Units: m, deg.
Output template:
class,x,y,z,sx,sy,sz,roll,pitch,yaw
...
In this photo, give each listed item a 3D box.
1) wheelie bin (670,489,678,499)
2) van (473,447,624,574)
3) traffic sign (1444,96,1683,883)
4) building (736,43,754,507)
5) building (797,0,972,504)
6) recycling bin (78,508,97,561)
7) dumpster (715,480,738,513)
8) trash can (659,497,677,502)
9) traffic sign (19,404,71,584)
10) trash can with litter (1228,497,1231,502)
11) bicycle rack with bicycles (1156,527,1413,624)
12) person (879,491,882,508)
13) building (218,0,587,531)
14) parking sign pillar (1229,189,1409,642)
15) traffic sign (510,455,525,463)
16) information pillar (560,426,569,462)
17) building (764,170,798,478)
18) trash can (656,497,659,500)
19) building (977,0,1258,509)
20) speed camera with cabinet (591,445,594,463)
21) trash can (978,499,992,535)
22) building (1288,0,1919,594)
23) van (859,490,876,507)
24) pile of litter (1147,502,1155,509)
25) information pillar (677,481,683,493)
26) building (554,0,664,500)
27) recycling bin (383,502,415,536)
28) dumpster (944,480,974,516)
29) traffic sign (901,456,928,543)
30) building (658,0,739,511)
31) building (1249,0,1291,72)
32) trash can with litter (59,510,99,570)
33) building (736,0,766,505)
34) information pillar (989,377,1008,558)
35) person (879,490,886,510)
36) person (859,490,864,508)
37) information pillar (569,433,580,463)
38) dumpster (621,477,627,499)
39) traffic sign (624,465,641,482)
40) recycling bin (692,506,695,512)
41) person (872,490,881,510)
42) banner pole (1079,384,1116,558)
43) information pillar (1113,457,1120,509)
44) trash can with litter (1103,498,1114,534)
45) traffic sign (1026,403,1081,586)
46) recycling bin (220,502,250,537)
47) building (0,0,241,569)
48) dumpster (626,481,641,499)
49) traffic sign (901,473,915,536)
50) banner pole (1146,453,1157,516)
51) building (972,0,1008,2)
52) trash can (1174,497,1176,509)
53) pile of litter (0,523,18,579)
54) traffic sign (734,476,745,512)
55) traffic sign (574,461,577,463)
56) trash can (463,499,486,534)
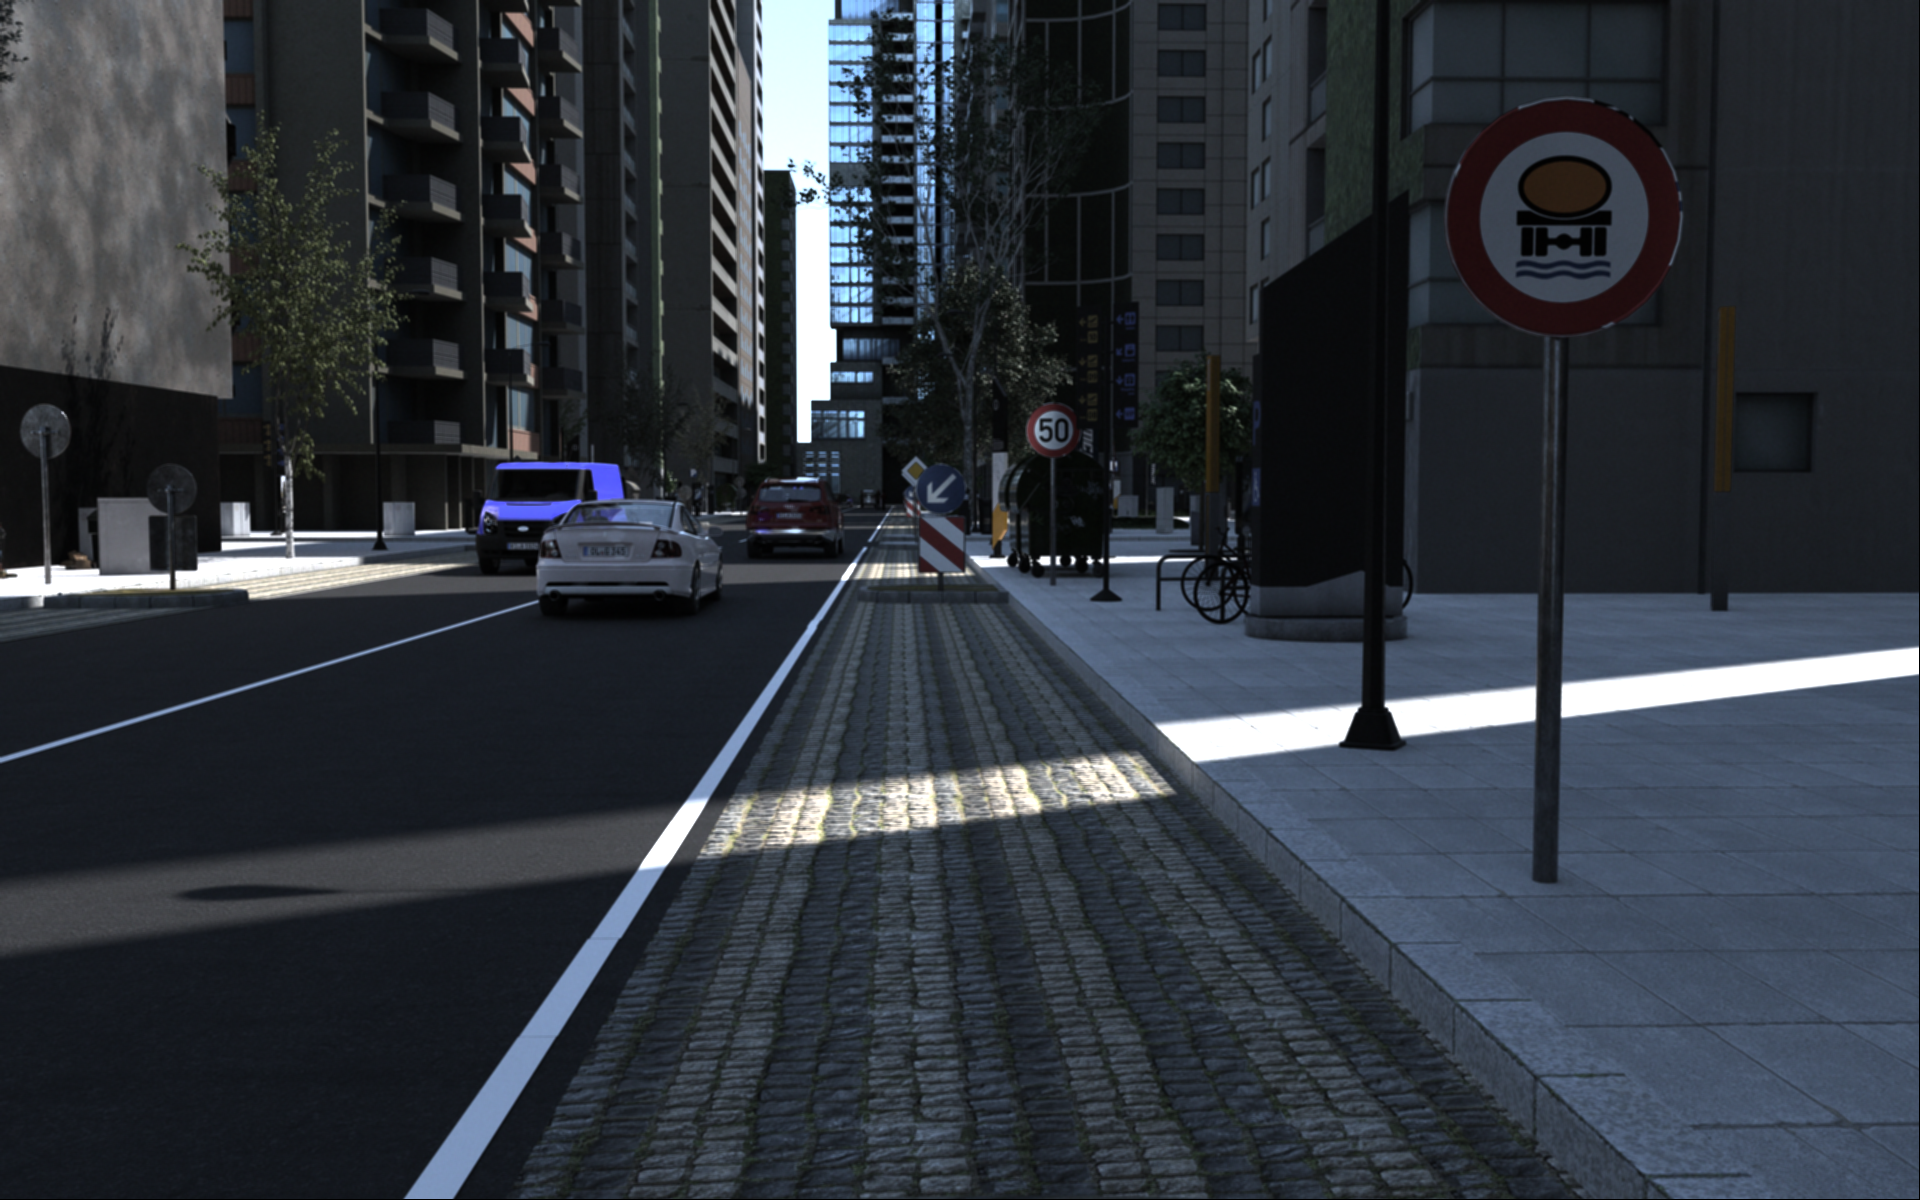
class,x,y,z,sx,sy,sz,roll,pitch,yaw
wheelie bin,-19.124,-6.662,116.834,0.980,1.594,0.693,3,5,42
van,-7.699,-1.744,32.892,2.240,2.365,5.245,0,4,-1
traffic sign,1.941,-0.340,5.668,0.768,2.556,0.104,0,3,0
building,-28.029,-31.849,170.845,14.600,45.320,14.200,0,4,-2
building,-5.045,-55.733,223.913,31.000,86.520,22.319,0,4,-2
recycling bin,-15.766,-1.192,32.051,0.722,1.027,0.722,1,4,16
dumpster,-16.176,-7.181,119.904,1.502,2.255,1.985,0,4,-2
trash can,-15.166,-4.838,90.752,0.748,1.137,0.748,0,3,0
traffic sign,-12.989,-1.498,24.593,0.768,2.556,0.104,0,4,6
trash can with litter,14.914,-5.088,94.572,1.055,1.170,0.624,0,4,0
bicycle rack with bicycles,3.448,-0.304,18.354,2.925,0.926,2.852,-1,4,-14
person,-8.100,-10.102,174.340,0.551,1.740,0.621,-1,4,-21
building,-28.280,-25.545,72.282,22.147,44.769,28.867,0,4,-2
parking sign pillar,3.306,-1.657,15.564,1.447,3.967,1.447,0,4,-2
traffic sign,-11.487,-2.528,44.968,0.795,2.450,0.064,0,4,-2
information pillar,-13.814,-4.208,60.150,0.183,3.616,0.504,-1,4,-17
building,-28.031,-32.855,220.780,14.086,41.232,14.154,0,4,-2
trash can,-17.478,-5.486,101.349,0.748,1.137,0.748,0,3,0
building,11.739,-41.245,112.611,20.563,71.187,20.611,0,4,-2
speed camera with cabinet,-14.414,-4.564,68.955,0.660,3.252,2.038,-1,4,-14
trash can,0.901,-2.647,54.932,0.748,1.137,0.748,0,3,0
building,12.646,-21.068,28.051,14.154,41.232,14.086,0,4,-2
van,-9.818,-10.967,186.319,2.013,2.044,4.112,0,4,-2
pile of litter,11.073,-5.287,100.400,1.719,0.858,1.176,1,4,18
information pillar,-16.196,-5.864,100.370,0.304,2.012,0.304,0,4,1
building,-25.640,-25.626,102.583,14.154,41.232,14.086,0,4,-2
recycling bin,-17.311,-2.501,53.443,0.722,1.027,0.722,-3,5,-43
dumpster,-0.158,-4.617,77.976,1.502,2.255,1.985,0,4,-2
traffic sign,-1.148,-2.548,45.298,0.795,2.450,0.064,0,4,-2
building,-29.366,-31.432,137.613,21.300,48.544,21.600,0,4,-2
building,27.207,-29.387,69.721,27.495,52.752,28.713,0,4,-2
trash can with litter,-14.802,-1.118,29.668,0.624,1.170,1.055,2,4,32
building,-35.785,-39.578,189.094,28.212,58.520,21.231,0,4,-2
information pillar,0.792,-2.641,34.541,0.183,3.616,0.504,-2,4,-29
person,-6.725,-8.740,151.357,0.705,1.831,1.348,2,4,24
person,-10.209,-10.476,179.877,0.705,1.812,1.348,1,4,10
information pillar,-14.859,-4.605,66.646,0.504,3.616,0.183,0,4,-6
dumpster,-11.723,-3.089,55.457,1.985,2.255,1.502,0,4,-1
traffic sign,-14.556,-4.687,76.633,0.884,2.594,0.081,0,4,6
recycling bin,-18.422,-6.693,121.984,0.722,1.027,0.722,-1,4,-22
person,-7.298,-8.915,154.390,1.348,1.807,0.705,-2,4,-29
banner pole,2.706,-2.728,34.612,0.863,3.779,0.401,-1,4,-13
information pillar,9.341,-6.866,103.607,0.504,3.616,0.183,-1,4,-11
trash can with litter,4.334,-2.670,55.036,1.055,1.170,0.624,-1,4,-12
traffic sign,1.307,-1.475,24.230,0.768,2.556,0.104,0,4,0
recycling bin,-22.089,-2.449,52.600,0.722,1.027,0.722,2,4,24
building,-24.705,-10.111,32.771,16.811,18.784,16.820,0,4,-2
dumpster,-14.565,-4.229,74.906,1.264,1.857,1.865,0,4,-2
traffic sign,-1.419,-3.036,53.278,0.795,2.450,0.064,0,4,-2
banner pole,9.330,-5.795,84.761,0.863,3.779,0.401,3,5,42
building,11.846,-32.774,155.463,23.786,49.044,30.456,0,4,-2
trash can,12.408,-5.528,102.034,0.748,1.137,0.748,0,3,0
pile of litter,-15.145,-0.771,26.576,1.176,0.858,1.719,-2,4,-29
traffic sign,-15.961,-7.665,125.434,0.768,2.556,0.104,0,4,1
traffic sign,-11.758,-3.016,52.948,0.795,2.450,0.064,0,4,-2
trash can,-15.468,-2.665,55.231,0.748,1.137,0.748,0,3,0
